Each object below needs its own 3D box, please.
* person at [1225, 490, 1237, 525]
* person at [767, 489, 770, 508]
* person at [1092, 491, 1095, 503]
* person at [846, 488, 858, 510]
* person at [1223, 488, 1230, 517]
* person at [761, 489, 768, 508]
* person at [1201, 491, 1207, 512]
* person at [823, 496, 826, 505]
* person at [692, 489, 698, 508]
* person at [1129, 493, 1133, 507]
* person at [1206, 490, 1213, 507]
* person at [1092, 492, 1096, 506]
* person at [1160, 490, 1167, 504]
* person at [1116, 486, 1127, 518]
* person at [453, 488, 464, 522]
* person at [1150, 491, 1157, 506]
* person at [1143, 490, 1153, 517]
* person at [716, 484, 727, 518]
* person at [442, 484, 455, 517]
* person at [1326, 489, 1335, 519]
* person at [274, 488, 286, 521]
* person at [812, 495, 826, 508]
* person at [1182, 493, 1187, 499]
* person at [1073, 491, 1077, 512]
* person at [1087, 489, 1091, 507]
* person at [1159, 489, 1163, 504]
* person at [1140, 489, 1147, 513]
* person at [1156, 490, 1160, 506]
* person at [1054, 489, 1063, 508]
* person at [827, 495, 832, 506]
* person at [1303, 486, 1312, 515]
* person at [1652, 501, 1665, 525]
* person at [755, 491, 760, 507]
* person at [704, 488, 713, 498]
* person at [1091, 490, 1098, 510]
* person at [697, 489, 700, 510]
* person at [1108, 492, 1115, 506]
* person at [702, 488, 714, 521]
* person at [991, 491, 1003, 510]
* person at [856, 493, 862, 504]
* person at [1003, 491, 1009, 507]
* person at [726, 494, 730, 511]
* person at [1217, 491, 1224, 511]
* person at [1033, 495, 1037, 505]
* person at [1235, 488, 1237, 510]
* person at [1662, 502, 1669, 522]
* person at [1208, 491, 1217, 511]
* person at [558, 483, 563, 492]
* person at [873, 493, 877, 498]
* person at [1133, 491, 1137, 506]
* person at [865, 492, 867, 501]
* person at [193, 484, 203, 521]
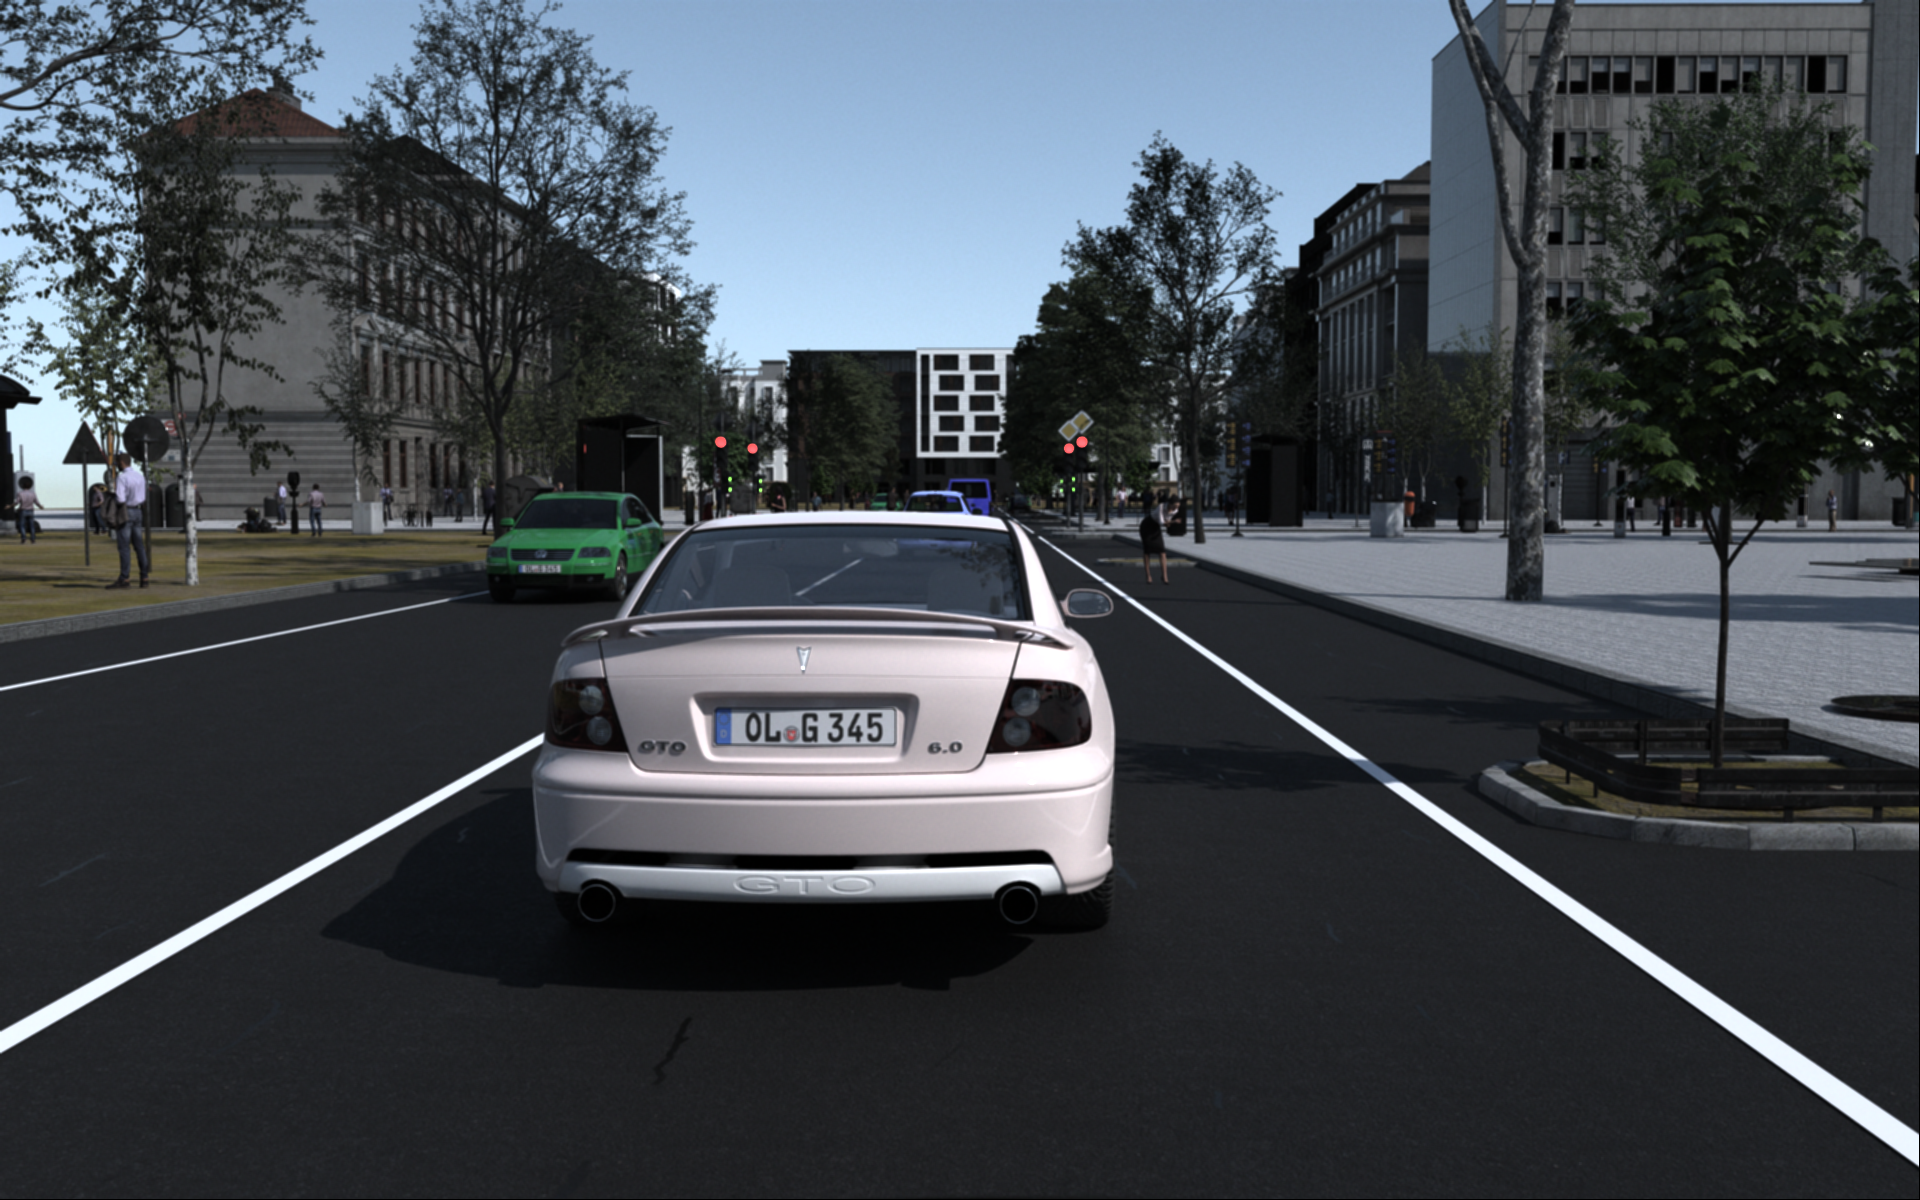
[{"bbox_3d":[11.174,-3.769,70.902,0.421,1.427,0.697,-2,4,-27],"label":"person"},{"bbox_3d":[-17.542,-9.383,160.264,0.742,1.727,0.445,0,4,6],"label":"person"},{"bbox_3d":[15.724,-12.014,203.142,0.551,1.740,0.621,-1,4,-11],"label":"person"},{"bbox_3d":[-8.909,-8.423,143.857,0.705,1.812,1.348,-2,4,-32],"label":"person"},{"bbox_3d":[14.944,-5.468,97.156,0.444,1.614,0.593,1,4,14],"label":"person"},{"bbox_3d":[-18.238,-9.596,163.768,1.217,1.723,0.721,0,4,4],"label":"person"},{"bbox_3d":[17.168,-6.982,122.888,0.600,1.496,0.574,3,4,39],"label":"person"},{"bbox_3d":[-15.912,-12.011,202.391,0.705,1.831,1.348,-2,4,-30],"label":"person"},{"bbox_3d":[-25.296,-9.638,164.359,1.217,1.736,0.721,-1,4,-12],"label":"person"},{"bbox_3d":[17.123,-10.069,173.900,0.697,1.427,0.421,-3,5,-41],"label":"person"},{"bbox_3d":[24.869,-10.136,172.485,0.721,1.735,1.217,3,5,41],"label":"person"},{"bbox_3d":[14.418,-10.860,183.681,0.705,1.814,1.350,-3,5,-42],"label":"person"},{"bbox_3d":[11.392,-5.348,96.028,0.613,1.512,0.480,-2,4,-26],"label":"person"},{"bbox_3d":[8.586,-5.174,91.578,0.756,1.711,0.436,-1,4,-23],"label":"person"},{"bbox_3d":[-22.775,-4.311,78.740,0.429,1.552,0.499,1,4,13],"label":"person"},{"bbox_3d":[20.274,-10.734,182.253,0.721,1.735,1.217,-3,5,-42],"label":"person"},{"bbox_3d":[10.587,-5.477,98.292,0.600,1.496,0.574,-3,4,-38],"label":"person"},{"bbox_3d":[-10.171,-4.116,74.047,0.576,1.737,0.504,1,4,20],"label":"person"},{"bbox_3d":[-28.593,-5.562,96.842,0.709,1.838,0.599,-1,4,-23],"label":"person"},{"bbox_3d":[18.818,-4.878,88.016,0.429,1.552,0.499,0,4,6],"label":"person"},{"bbox_3d":[-30.143,-4.201,76.939,0.569,1.553,0.471,3,4,36],"label":"person"},{"bbox_3d":[-13.313,-9.598,163.067,1.348,1.812,0.705,-1,4,-11],"label":"person"},{"bbox_3d":[27.270,-12.359,211.374,1.065,1.426,0.557,3,4,37],"label":"person"},{"bbox_3d":[7.198,-6.404,111.447,0.576,1.737,0.504,-1,4,-21],"label":"person"},{"bbox_3d":[12.464,-9.782,166.768,0.721,1.735,1.217,0,4,-4],"label":"person"},{"bbox_3d":[20.927,-10.668,180.474,0.705,1.823,1.348,0,4,-2],"label":"person"},{"bbox_3d":[12.328,-6.601,115.844,0.647,1.594,0.662,1,4,17],"label":"person"},{"bbox_3d":[22.016,-11.281,191.009,0.721,1.766,1.217,3,5,42],"label":"person"},{"bbox_3d":[9.280,-9.582,163.526,0.721,1.723,1.217,3,5,42],"label":"person"},{"bbox_3d":[-14.292,-11.058,190.101,0.557,1.426,1.065,-3,5,-43],"label":"person"},{"bbox_3d":[20.860,-6.019,105.010,0.990,1.755,0.434,1,4,17],"label":"person"},{"bbox_3d":[28.680,-3.923,71.012,0.655,1.722,0.431,-2,4,-35],"label":"person"},{"bbox_3d":[-20.900,-10.448,177.425,0.990,1.755,0.434,2,4,34],"label":"person"},{"bbox_3d":[-22.298,-8.910,151.737,1.348,1.823,0.705,0,4,-8],"label":"person"},{"bbox_3d":[9.907,-7.340,127.508,0.566,1.644,0.517,0,4,-4],"label":"person"},{"bbox_3d":[-21.507,-8.364,143.455,0.621,1.740,0.551,0,4,0],"label":"person"},{"bbox_3d":[16.689,-11.446,193.327,1.348,1.807,0.705,-2,4,-28],"label":"person"},{"bbox_3d":[-9.609,-3.524,66.135,0.387,1.526,0.523,1,4,23],"label":"person"},{"bbox_3d":[3.142,-9.057,157.129,0.990,1.755,0.434,0,4,-7],"label":"person"},{"bbox_3d":[-12.829,-12.825,216.447,1.217,1.743,0.721,-2,4,-27],"label":"person"},{"bbox_3d":[4.780,-10.723,184.373,0.990,1.755,0.434,1,4,13],"label":"person"},{"bbox_3d":[-17.770,-7.540,132.504,0.799,1.438,0.628,1,4,23],"label":"person"},{"bbox_3d":[19.508,-7.429,129.772,0.482,1.546,0.388,0,4,5],"label":"person"},{"bbox_3d":[8.755,-11.960,202.504,0.530,1.710,0.541,-2,4,-29],"label":"person"},{"bbox_3d":[22.865,-8.419,143.627,0.705,1.831,1.348,1,4,22],"label":"person"},{"bbox_3d":[31.904,-4.402,78.469,0.568,1.767,0.683,0,4,-2],"label":"person"},{"bbox_3d":[18.559,-7.289,127.581,0.546,1.535,0.453,-2,4,-32],"label":"person"},{"bbox_3d":[-16.682,-4.033,72.541,0.434,1.755,0.990,-1,4,-21],"label":"person"},{"bbox_3d":[-9.986,-12.122,204.255,0.705,1.822,1.348,1,4,21],"label":"person"},{"bbox_3d":[19.470,-11.418,193.179,0.683,1.767,0.568,2,4,31],"label":"person"},{"bbox_3d":[-11.585,-12.669,214.103,0.530,1.710,0.541,1,4,19],"label":"person"},{"bbox_3d":[-35.871,-4.570,81.307,0.434,1.755,0.990,1,4,20],"label":"person"}]
